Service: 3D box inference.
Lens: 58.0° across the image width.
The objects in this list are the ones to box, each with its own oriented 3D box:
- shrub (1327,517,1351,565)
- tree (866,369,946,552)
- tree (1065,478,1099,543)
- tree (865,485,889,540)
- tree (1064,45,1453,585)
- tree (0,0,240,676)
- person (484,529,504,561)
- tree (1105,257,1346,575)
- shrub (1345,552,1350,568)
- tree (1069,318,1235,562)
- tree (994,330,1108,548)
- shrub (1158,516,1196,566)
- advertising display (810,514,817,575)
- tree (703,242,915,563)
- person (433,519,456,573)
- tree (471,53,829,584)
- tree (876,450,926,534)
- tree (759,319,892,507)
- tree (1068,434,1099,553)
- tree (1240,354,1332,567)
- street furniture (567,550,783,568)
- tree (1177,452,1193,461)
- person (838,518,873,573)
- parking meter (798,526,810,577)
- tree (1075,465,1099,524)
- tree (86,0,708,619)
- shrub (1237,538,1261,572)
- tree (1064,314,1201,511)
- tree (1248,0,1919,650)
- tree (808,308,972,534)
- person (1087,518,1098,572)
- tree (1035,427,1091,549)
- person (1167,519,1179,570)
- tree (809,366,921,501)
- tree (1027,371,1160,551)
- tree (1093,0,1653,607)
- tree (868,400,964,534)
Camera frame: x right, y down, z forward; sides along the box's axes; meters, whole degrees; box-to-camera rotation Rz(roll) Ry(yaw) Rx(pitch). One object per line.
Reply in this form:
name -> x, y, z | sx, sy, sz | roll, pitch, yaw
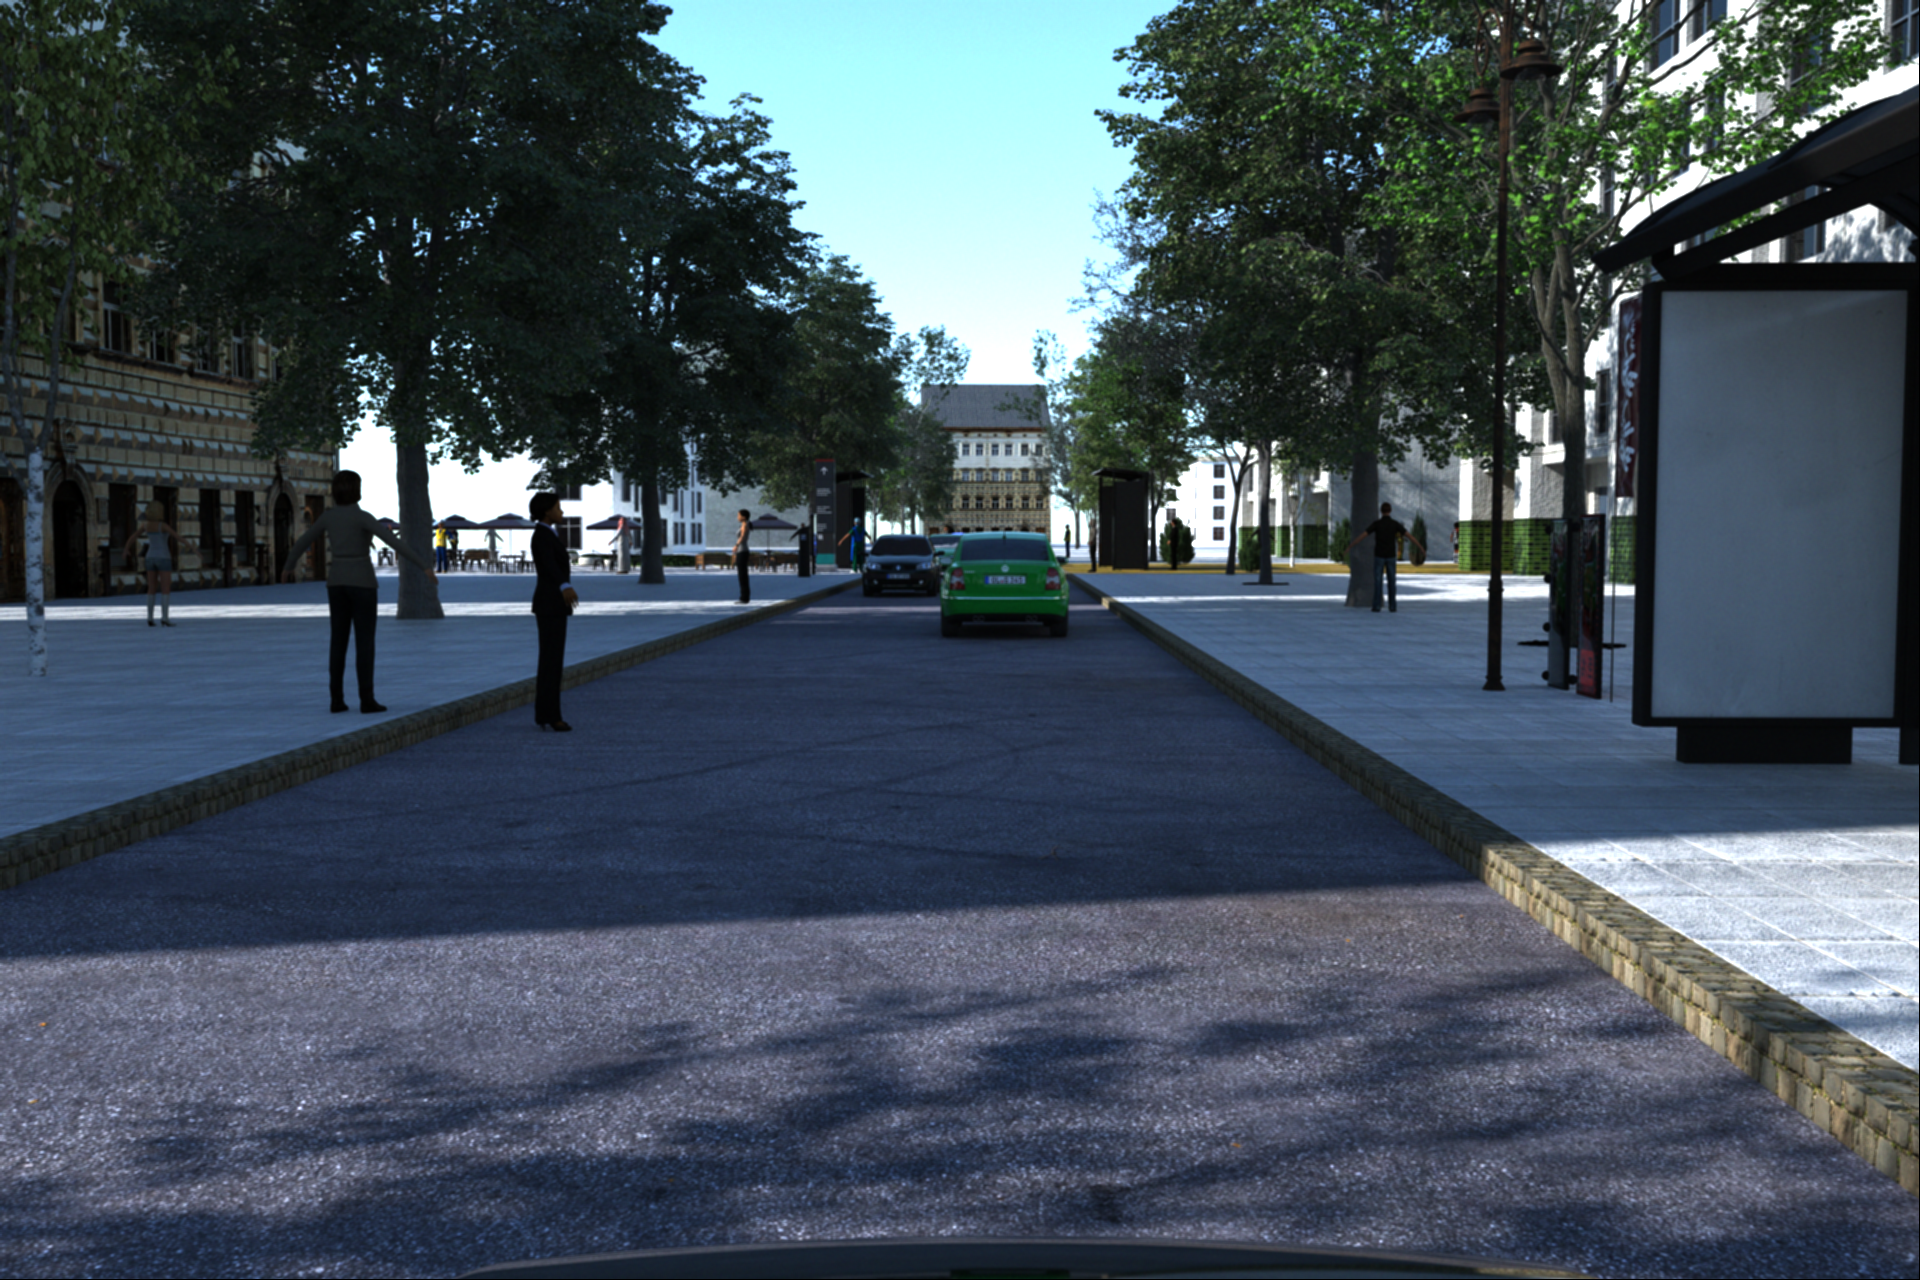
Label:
shrub -> 16.096, -4.137, 72.052 | 1.690, 2.028, 1.600 | 0, 3, 0
tree -> -5.941, -12.957, 122.215 | 12.009, 13.543, 11.850 | 0, 3, 0
tree -> 18.857, -20.029, 253.226 | 9.928, 11.665, 9.643 | 0, 3, 0
tree -> -12.734, -19.487, 253.016 | 7.601, 10.594, 8.767 | 0, 4, -2
tree -> 7.677, -8.146, 43.564 | 12.009, 13.543, 11.850 | 0, 3, 0
tree -> -8.490, -3.991, 15.611 | 4.737, 8.622, 4.395 | 0, 3, 0
person -> -20.491, -4.266, 75.941 | 0.705, 1.806, 1.347 | 1, 4, 21
tree -> 8.638, -7.320, 54.102 | 8.767, 10.594, 7.601 | -1, 4, -19
shrub -> 13.674, -2.950, 59.346 | 1.383, 1.207, 1.383 | 0, 3, 0
tree -> 9.096, -9.421, 79.784 | 9.928, 11.665, 9.643 | 0, 3, 0
tree -> 9.690, -18.686, 161.401 | 12.611, 20.169, 13.585 | 0, 3, 0
shrub -> 8.839, -4.067, 70.530 | 1.661, 2.075, 1.752 | 0, 3, 0
advertising display -> -4.658, -3.057, 55.196 | 0.123, 1.923, 0.974 | 0, 4, 1
tree -> -6.619, -10.459, 77.667 | 9.857, 13.997, 8.962 | 0, 3, 0
person -> -17.115, -3.093, 57.032 | 1.216, 1.772, 0.721 | 1, 4, 19
tree -> -8.057, -8.435, 44.564 | 9.857, 13.997, 8.962 | 0, 3, 0
tree -> -5.379, -11.181, 133.174 | 4.360, 8.622, 3.978 | 0, 3, 0
tree -> -7.220, -10.481, 89.494 | 7.486, 12.596, 7.792 | 0, 3, 0
tree -> 9.414, -10.230, 117.620 | 4.360, 8.622, 3.978 | 0, 3, 0
tree -> 13.043, -7.154, 67.334 | 4.360, 8.622, 3.978 | 0, 3, 0
street furniture -> -12.378, -3.332, 70.108 | 10.072, 0.657, 5.734 | 2, 4, 34
tree -> 33.649, -20.930, 252.572 | 12.009, 13.543, 11.850 | 0, 3, 0
person -> -3.402, -3.125, 57.225 | 1.347, 1.817, 0.704 | -3, 4, -37
parking meter -> -4.665, -2.655, 51.827 | 0.372, 1.533, 0.369 | 0, 3, 0
tree -> 10.737, -11.730, 142.143 | 4.360, 8.622, 3.978 | 0, 3, 0
tree -> -8.185, -7.288, 25.815 | 9.857, 13.997, 8.962 | 0, 3, 0
shrub -> 9.751, -2.871, 58.058 | 1.383, 1.207, 1.383 | 0, 3, 0
tree -> 8.915, -10.492, 89.669 | 7.486, 12.596, 7.792 | 0, 3, 0
tree -> 6.827, -5.730, 19.448 | 9.928, 11.665, 9.643 | 0, 3, 0
tree -> -6.085, -17.622, 144.010 | 12.611, 20.169, 13.585 | 0, 3, 0
person -> 4.442, -3.188, 58.255 | 0.705, 1.813, 1.348 | 0, 4, 1
tree -> 10.275, -13.193, 150.109 | 8.767, 10.594, 7.601 | 1, 4, 20
person -> 7.527, -3.362, 61.154 | 0.705, 1.806, 1.347 | 1, 4, 15
tree -> -6.226, -11.065, 106.668 | 9.928, 11.665, 9.643 | 0, 3, 0
tree -> 10.052, -13.321, 128.172 | 12.009, 13.543, 11.850 | 0, 3, 0
tree -> 7.214, -7.548, 30.066 | 9.857, 13.997, 8.962 | 0, 3, 0
tree -> -4.534, -15.643, 162.414 | 9.857, 13.997, 8.962 | 0, 3, 0
